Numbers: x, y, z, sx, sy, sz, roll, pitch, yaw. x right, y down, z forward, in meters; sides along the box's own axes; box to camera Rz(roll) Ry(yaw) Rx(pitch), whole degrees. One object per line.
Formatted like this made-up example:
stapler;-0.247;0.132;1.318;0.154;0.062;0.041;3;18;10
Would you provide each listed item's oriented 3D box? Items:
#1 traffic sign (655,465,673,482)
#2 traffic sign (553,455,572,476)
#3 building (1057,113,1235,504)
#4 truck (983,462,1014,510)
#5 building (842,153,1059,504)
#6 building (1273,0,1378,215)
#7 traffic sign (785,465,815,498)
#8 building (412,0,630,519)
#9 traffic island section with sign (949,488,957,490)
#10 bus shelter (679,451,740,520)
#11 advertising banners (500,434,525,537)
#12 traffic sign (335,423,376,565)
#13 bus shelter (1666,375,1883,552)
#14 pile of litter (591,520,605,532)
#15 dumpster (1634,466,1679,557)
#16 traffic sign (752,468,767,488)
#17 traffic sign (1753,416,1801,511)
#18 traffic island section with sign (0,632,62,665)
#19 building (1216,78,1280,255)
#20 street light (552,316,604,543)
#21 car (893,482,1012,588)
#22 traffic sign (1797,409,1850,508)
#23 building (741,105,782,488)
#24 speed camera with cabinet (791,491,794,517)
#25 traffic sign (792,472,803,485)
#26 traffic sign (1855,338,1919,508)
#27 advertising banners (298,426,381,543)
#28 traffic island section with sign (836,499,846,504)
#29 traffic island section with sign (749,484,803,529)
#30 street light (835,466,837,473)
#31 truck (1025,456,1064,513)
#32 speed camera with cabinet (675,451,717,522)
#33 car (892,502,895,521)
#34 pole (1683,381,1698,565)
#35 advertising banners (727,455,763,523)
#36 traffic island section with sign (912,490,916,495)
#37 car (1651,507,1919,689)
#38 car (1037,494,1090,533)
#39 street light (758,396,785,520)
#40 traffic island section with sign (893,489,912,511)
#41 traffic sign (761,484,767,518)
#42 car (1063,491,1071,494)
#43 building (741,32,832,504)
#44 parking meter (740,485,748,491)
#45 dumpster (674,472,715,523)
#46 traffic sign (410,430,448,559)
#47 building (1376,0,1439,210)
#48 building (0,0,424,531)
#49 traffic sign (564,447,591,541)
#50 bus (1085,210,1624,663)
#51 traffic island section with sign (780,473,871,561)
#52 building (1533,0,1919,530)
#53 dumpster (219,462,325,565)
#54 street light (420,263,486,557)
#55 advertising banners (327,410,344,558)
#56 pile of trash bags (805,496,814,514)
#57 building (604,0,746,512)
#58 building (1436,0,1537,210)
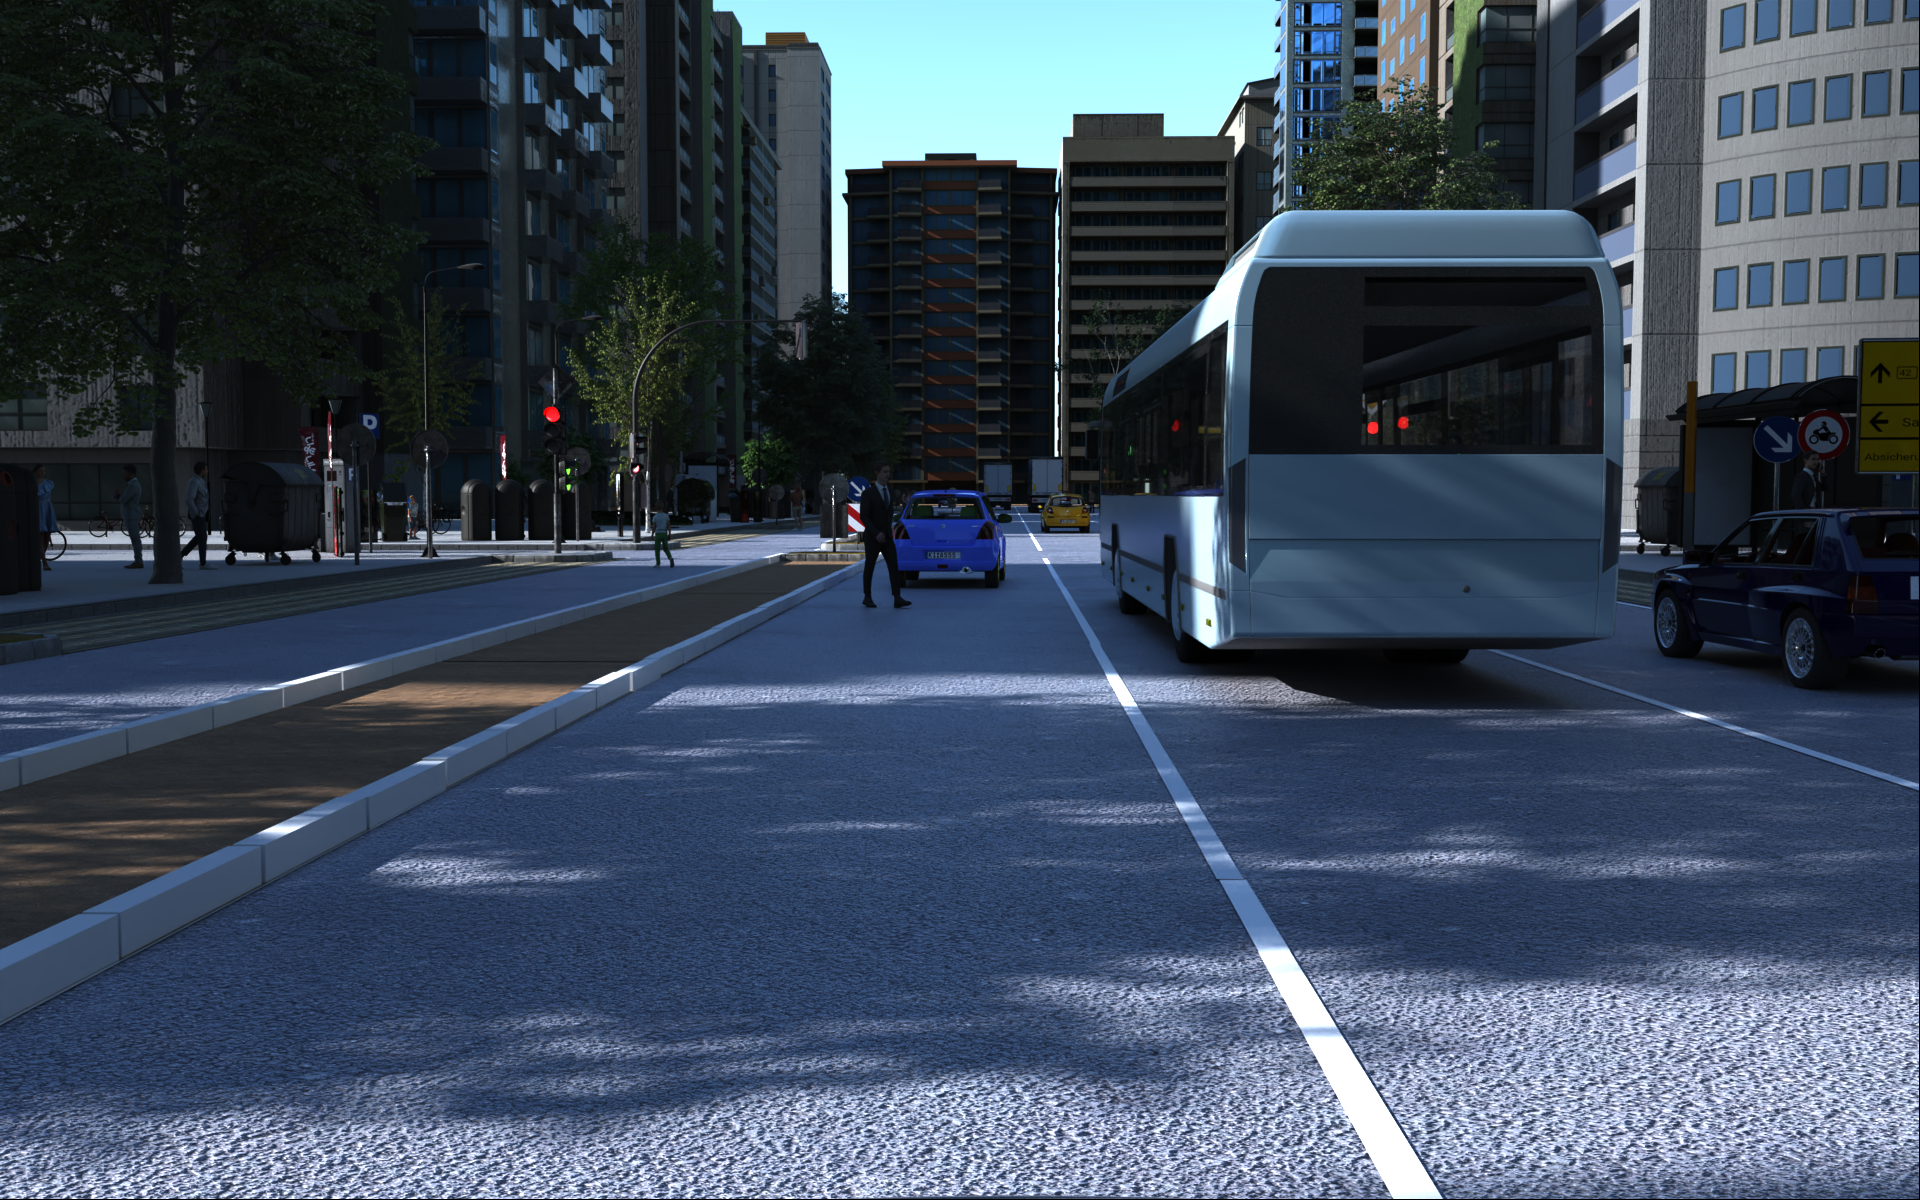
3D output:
traffic sign;-12.760;-4.559;74.653;0.768;2.556;0.104;0;4;6
traffic sign;-11.936;-3.195;52.346;0.768;2.556;0.104;0;4;4
building;23.395;-36.711;223.931;21.600;48.544;21.300;0;4;2
truck;3.487;-10.345;158.048;2.839;4.237;11.283;0;4;1
building;-1.812;-34.908;225.367;28.867;44.769;22.147;0;4;2
building;38.696;-52.231;166.643;22.319;86.520;31.000;0;4;2
traffic sign;-10.526;-7.328;113.685;2.265;3.308;0.079;1;4;9
building;-32.985;-29.405;100.382;23.786;49.044;30.456;0;4;2
traffic island section with sign;-0.535;-6.845;120.053;2.006;1.907;1.989;0;4;2
bus shelter;-12.051;-5.497;83.805;2.014;3.302;5.546;0;4;2
advertising banners;-13.039;-3.318;50.435;0.090;3.025;2.074;-2;4;-32
traffic sign;-10.877;-1.900;31.170;0.768;2.556;0.104;0;4;6
bus shelter;15.216;-2.350;32.343;2.014;3.302;5.546;0;4;2
pile of litter;-12.976;-2.745;58.846;1.719;0.858;1.176;0;4;7
dumpster;15.014;-1.861;36.189;1.264;1.857;1.865;0;4;1
traffic sign;-9.807;-5.171;84.648;0.768;2.556;0.104;0;4;6
traffic sign;13.330;-1.723;28.284;0.768;2.556;0.104;1;4;10
traffic island section with sign;-9.003;-0.387;14.949;1.989;1.847;2.006;0;4;2
building;48.259;-38.992;226.752;27.495;52.752;28.713;0;4;2
street light;-9.975;-4.447;45.244;1.470;5.913;1.316;0;4;2
car;-0.147;-1.114;27.803;1.945;1.707;3.694;0;4;3
traffic sign;12.939;-1.586;26.041;0.768;2.556;0.104;0;4;3
building;-30.455;-29.213;169.519;23.993;40.220;32.217;0;4;2
speed camera with cabinet;-9.972;-6.222;96.061;2.038;3.252;0.660;-2;4;-27
traffic sign;-9.539;-6.167;100.943;0.768;2.556;0.104;0;4;4
traffic sign;12.852;-1.755;22.562;2.265;3.308;0.079;0;4;8
advertising banners;-16.266;-3.012;45.435;2.074;3.025;0.090;-2;4;-35
traffic island section with sign;-6.719;-5.483;98.275;1.989;1.847;2.006;0;4;2
traffic island section with sign;-7.474;-3.795;70.672;1.989;1.847;2.006;0;4;2
street light;-7.957;-8.935;118.631;1.470;5.913;1.316;0;4;2
truck;6.555;-8.913;134.645;2.839;4.237;11.283;0;4;1
speed camera with cabinet;-12.226;-5.251;80.184;2.038;3.252;0.660;2;4;31
car;-4.335;-4.799;88.692;2.015;1.641;3.980;0;4;0
pole;13.246;-2.298;31.410;0.158;3.312;0.155;0;3;0
advertising banners;-9.630;-4.979;77.593;0.090;3.025;2.074;3;5;42
traffic island section with sign;-4.619;-10.186;175.172;1.989;1.847;2.006;0;4;2
car;7.052;-0.090;14.045;1.945;1.354;3.894;0;4;1
car;3.941;-3.361;65.178;2.015;1.641;3.980;0;4;0
street light;-8.948;-6.687;81.872;1.470;5.913;1.316;0;4;2
traffic island section with sign;-5.369;-8.506;147.693;1.989;1.847;2.006;0;4;2
traffic sign;-10.225;-5.475;91.642;0.606;2.300;0.079;0;4;2
car;11.165;-10.988;188.325;2.281;1.827;5.304;0;4;1
building;-30.971;-41.789;225.249;28.212;58.520;21.231;0;4;2
parking meter;-12.545;-5.807;100.660;0.399;1.863;0.255;1;4;13
dumpster;-11.664;-4.501;76.087;1.502;2.255;1.985;0;4;1
traffic sign;-10.532;-2.095;34.363;0.768;2.556;0.104;0;4;4
building;34.070;-27.923;106.651;14.600;45.320;14.200;0;4;2
building;-29.491;-17.925;64.767;14.160;30.474;14.107;0;4;2
traffic sign;-10.388;-2.867;46.977;0.768;2.556;0.104;0;4;8
bus;3.104;-1.407;17.870;2.948;3.499;13.247;0;4;1
traffic island section with sign;-2.794;-1.798;37.538;2.006;1.907;1.989;0;4;2
building;38.524;-31.970;64.709;28.212;58.520;21.231;0;4;2
dumpster;-12.624;-1.594;31.816;1.264;1.857;1.865;0;4;2
street light;-10.248;-3.823;35.055;1.470;5.913;1.316;0;4;2
advertising banners;-12.880;-2.417;35.711;0.090;3.025;2.074;-2;4;-25
pile of trash bags;-10.772;-6.256;112.042;1.912;1.369;3.447;-3;5;-40
building;-25.822;-28.076;142.641;14.154;41.232;14.086;0;4;2
building;30.159;-24.407;82.645;14.154;41.232;14.086;0;4;2
